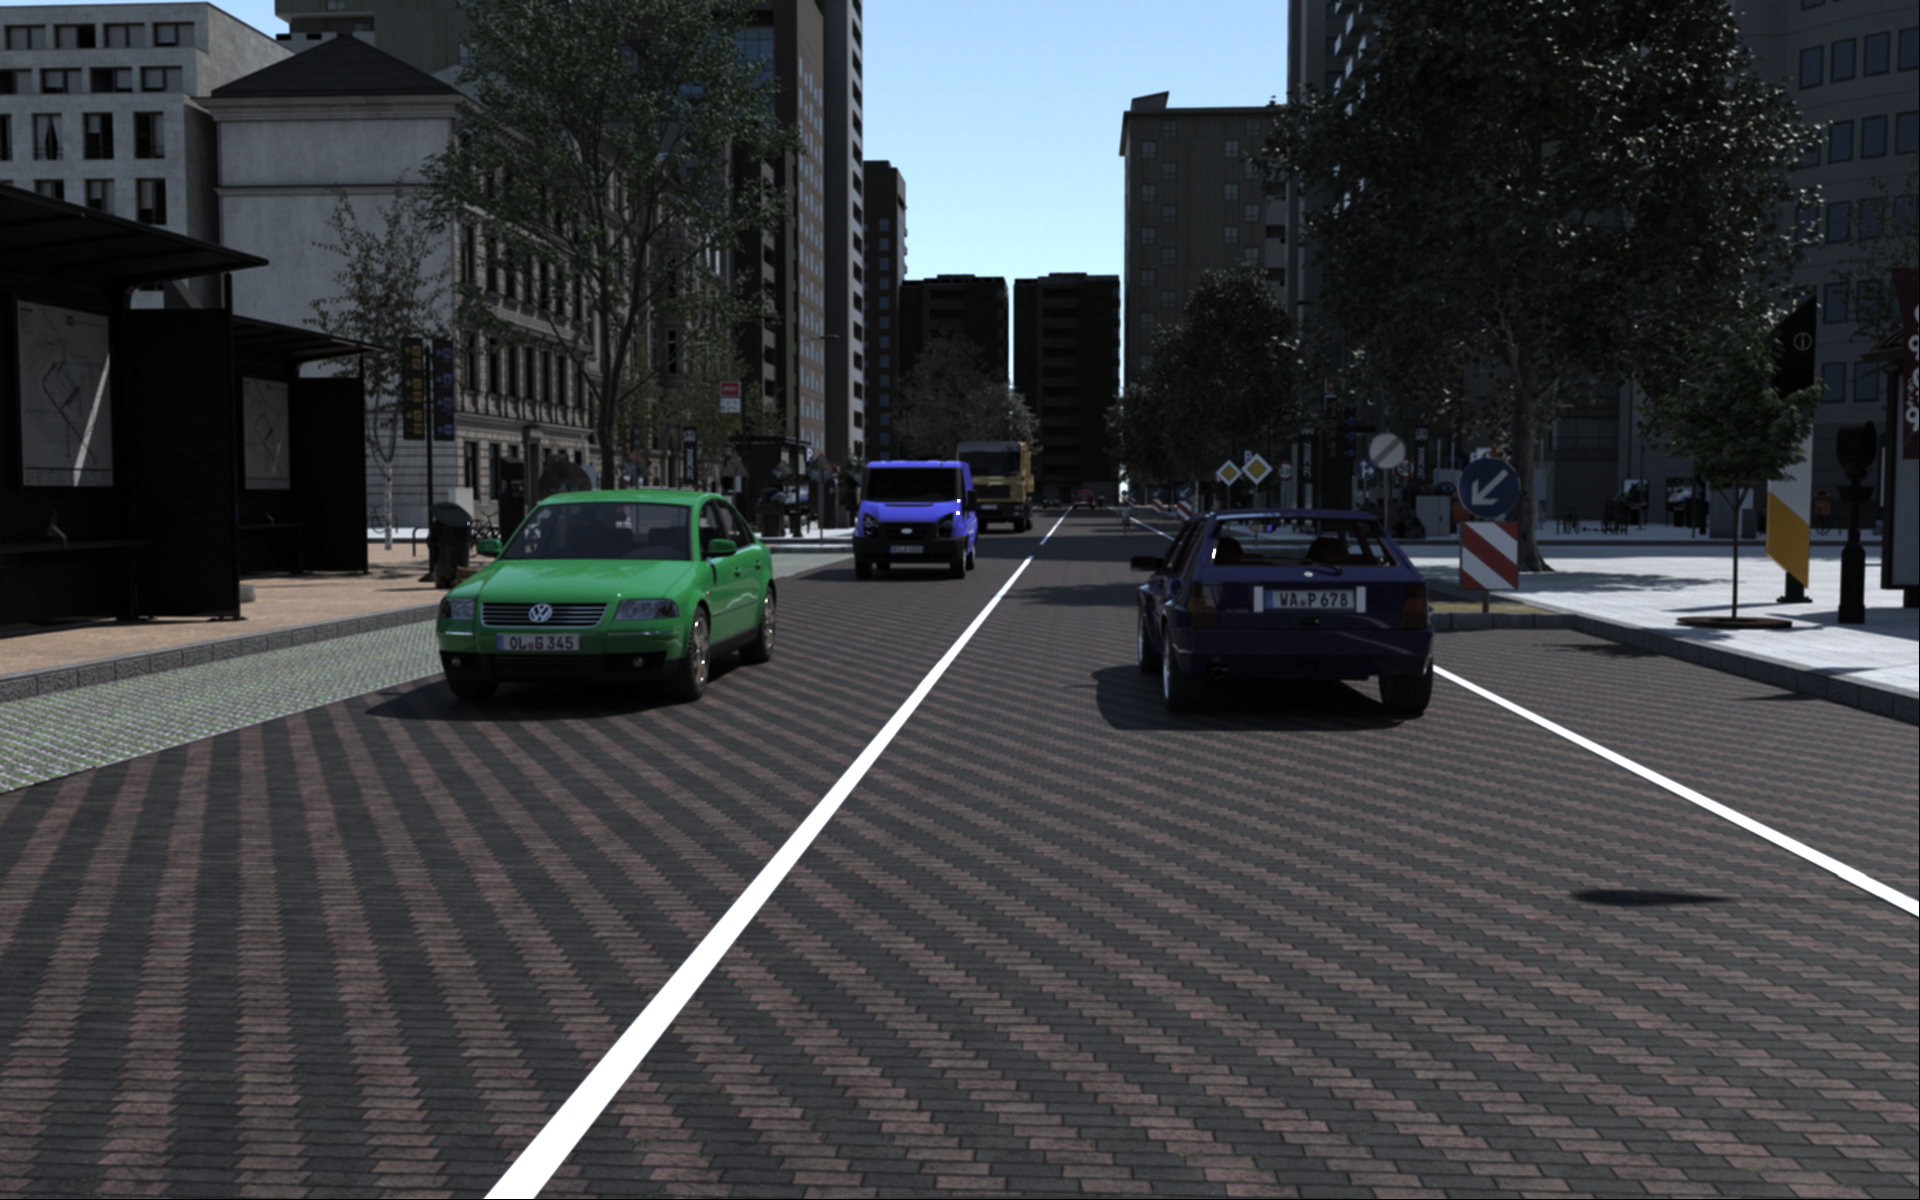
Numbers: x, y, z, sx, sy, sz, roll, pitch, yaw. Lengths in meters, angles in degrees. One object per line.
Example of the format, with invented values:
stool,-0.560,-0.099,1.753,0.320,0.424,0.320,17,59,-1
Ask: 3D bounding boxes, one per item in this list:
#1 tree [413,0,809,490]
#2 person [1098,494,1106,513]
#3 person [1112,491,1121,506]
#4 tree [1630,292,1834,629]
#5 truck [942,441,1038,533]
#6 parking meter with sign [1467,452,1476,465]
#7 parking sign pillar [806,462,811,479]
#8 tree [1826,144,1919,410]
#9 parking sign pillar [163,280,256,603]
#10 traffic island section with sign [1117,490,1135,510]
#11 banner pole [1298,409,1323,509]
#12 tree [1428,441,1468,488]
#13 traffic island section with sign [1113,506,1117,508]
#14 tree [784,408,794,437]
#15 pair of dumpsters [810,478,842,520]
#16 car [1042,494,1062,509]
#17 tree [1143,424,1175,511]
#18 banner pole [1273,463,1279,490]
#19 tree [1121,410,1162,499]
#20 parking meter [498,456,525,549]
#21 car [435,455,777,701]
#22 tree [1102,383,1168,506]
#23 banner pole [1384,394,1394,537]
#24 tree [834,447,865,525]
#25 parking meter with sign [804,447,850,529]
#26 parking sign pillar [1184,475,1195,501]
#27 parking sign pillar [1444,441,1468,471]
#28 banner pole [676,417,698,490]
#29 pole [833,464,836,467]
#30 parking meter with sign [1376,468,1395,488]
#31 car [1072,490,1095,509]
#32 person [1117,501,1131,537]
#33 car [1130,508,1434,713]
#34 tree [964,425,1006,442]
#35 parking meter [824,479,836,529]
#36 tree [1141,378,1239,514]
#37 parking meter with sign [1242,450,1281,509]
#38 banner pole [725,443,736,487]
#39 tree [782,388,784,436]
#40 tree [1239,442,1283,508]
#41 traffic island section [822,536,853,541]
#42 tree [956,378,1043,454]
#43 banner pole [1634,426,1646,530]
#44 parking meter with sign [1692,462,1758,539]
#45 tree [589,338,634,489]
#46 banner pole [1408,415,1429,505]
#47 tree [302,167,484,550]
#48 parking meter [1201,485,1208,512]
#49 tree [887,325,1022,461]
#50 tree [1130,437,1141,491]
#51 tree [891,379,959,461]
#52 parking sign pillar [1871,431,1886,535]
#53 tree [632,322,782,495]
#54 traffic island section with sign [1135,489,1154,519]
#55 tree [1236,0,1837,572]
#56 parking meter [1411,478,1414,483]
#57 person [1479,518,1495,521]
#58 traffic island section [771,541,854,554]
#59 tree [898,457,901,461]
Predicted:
tree,-6.548,-6.512,32.223,9.928,11.665,9.643,0,3,0
person,10.619,-7.208,129.542,0.628,1.438,0.799,0,4,3
person,17.994,-11.615,198.368,1.348,1.831,0.705,-2,4,-25
tree,7.581,-1.351,16.693,1.663,3.219,1.824,0,3,0
truck,1.365,-4.295,66.142,3.469,3.379,9.791,0,4,5
parking meter with sign,21.185,-4.671,72.624,0.543,3.016,1.738,0,4,-8
parking sign pillar,-8.532,-6.312,91.667,1.447,3.967,1.447,2,4,26
tree,20.740,-5.316,37.280,4.360,8.622,3.978,0,3,0
parking sign pillar,-9.127,-1.953,20.411,1.447,3.967,1.447,3,5,42
traffic island section with sign,14.941,-8.743,151.571,1.989,1.847,2.006,0,4,4
banner pole,10.266,-3.696,50.453,0.863,3.779,0.401,0,4,-6
tree,30.139,-7.549,107.135,4.285,4.588,4.351,0,3,0
traffic island section with sign,16.878,-10.426,179.090,1.989,1.847,2.006,0,4,4
tree,-12.590,-9.896,112.168,4.737,8.622,4.395,0,3,0
pair of dumpsters,-6.827,-5.064,85.295,1.574,2.255,4.437,0,4,4
car,9.124,-9.894,171.553,2.009,1.686,4.222,0,4,6
tree,15.671,-10.949,129.379,4.360,8.622,3.978,0,3,0
banner pole,22.704,-8.157,123.382,0.863,3.779,0.401,2,4,25
tree,18.694,-14.021,163.654,7.601,10.594,8.767,0,4,-7
parking meter,-6.914,-1.288,26.769,0.255,1.863,0.399,-3,5,-39
car,-2.583,-0.286,13.469,1.959,1.807,4.718,0,4,3
tree,20.589,-17.521,193.126,9.857,13.997,8.962,0,3,0
banner pole,9.555,-2.972,38.617,0.401,3.779,0.863,2,4,29
tree,-4.627,-4.731,71.949,1.663,3.219,1.824,0,3,0
parking meter with sign,-4.916,-4.174,64.512,1.738,3.016,0.543,2,4,25
parking sign pillar,16.034,-8.102,120.946,1.447,3.967,1.447,0,4,-8
parking sign pillar,24.949,-6.030,87.062,1.447,3.967,1.447,-3,5,-42
banner pole,-8.955,-4.067,56.512,0.863,3.779,0.401,-2,4,-29
pole,-8.551,-7.580,117.774,0.158,3.312,0.155,0,3,0
parking meter with sign,26.889,-6.979,110.366,1.738,3.016,0.543,-1,4,-8
car,11.918,-9.675,166.862,2.281,1.827,5.304,0,4,2
person,5.452,-2.686,57.437,0.505,1.210,0.382,1,4,15
car,2.256,-0.008,12.718,1.945,1.354,3.894,0,4,2
tree,2.495,-13.388,169.259,4.737,8.622,4.395,0,3,0
parking meter,-4.760,-3.525,63.351,0.399,1.863,0.255,-3,5,-44
tree,13.440,-8.962,96.894,4.737,8.622,4.395,0,3,0
parking meter with sign,11.838,-4.374,67.783,0.543,3.016,1.738,-3,4,-37
banner pole,-10.193,-5.338,77.290,0.863,3.779,0.401,2,4,34
tree,-11.999,-8.225,84.837,4.737,8.622,4.395,0,3,0
tree,11.098,-4.258,64.225,1.663,3.219,1.824,0,3,0
traffic island section,-2.888,-1.746,50.821,2.009,0.180,2.903,0,4,4
tree,4.203,-17.273,189.066,9.857,13.997,8.962,0,3,0
banner pole,24.302,-4.383,61.683,0.401,3.779,0.863,1,4,14
parking meter with sign,22.020,-3.278,49.849,1.738,3.016,0.543,3,4,36
tree,-14.755,-7.783,77.614,4.737,8.622,4.395,0,3,0
banner pole,14.459,-3.967,54.871,0.863,3.779,0.401,-1,4,-9
tree,-13.136,-5.472,39.835,4.360,8.622,3.978,0,3,0
parking meter,16.558,-6.819,117.205,0.399,1.863,0.255,-1,4,-14
tree,-0.297,-13.133,125.099,12.009,13.543,11.850,0,3,0
tree,19.998,-14.331,184.666,4.737,8.622,4.395,0,3,0
tree,-2.004,-9.775,110.189,4.360,8.622,3.978,0,3,0
parking sign pillar,29.277,-4.005,53.957,1.447,3.967,1.447,-1,4,-19
tree,-10.506,-7.468,72.462,4.737,8.622,4.395,0,3,0
traffic island section with sign,11.413,-5.680,101.494,1.989,1.847,2.006,0,4,4
tree,9.402,-6.814,28.417,9.611,12.733,9.660,0,3,0
parking meter,16.626,-3.511,63.109,0.255,1.863,0.399,-2,4,-34
person,13.408,-2.149,43.660,0.654,1.822,0.581,0,4,3
traffic island section,-3.449,-1.258,42.856,2.009,0.180,2.903,0,4,4
tree,-3.033,-5.794,89.333,1.663,3.219,1.824,0,3,0
